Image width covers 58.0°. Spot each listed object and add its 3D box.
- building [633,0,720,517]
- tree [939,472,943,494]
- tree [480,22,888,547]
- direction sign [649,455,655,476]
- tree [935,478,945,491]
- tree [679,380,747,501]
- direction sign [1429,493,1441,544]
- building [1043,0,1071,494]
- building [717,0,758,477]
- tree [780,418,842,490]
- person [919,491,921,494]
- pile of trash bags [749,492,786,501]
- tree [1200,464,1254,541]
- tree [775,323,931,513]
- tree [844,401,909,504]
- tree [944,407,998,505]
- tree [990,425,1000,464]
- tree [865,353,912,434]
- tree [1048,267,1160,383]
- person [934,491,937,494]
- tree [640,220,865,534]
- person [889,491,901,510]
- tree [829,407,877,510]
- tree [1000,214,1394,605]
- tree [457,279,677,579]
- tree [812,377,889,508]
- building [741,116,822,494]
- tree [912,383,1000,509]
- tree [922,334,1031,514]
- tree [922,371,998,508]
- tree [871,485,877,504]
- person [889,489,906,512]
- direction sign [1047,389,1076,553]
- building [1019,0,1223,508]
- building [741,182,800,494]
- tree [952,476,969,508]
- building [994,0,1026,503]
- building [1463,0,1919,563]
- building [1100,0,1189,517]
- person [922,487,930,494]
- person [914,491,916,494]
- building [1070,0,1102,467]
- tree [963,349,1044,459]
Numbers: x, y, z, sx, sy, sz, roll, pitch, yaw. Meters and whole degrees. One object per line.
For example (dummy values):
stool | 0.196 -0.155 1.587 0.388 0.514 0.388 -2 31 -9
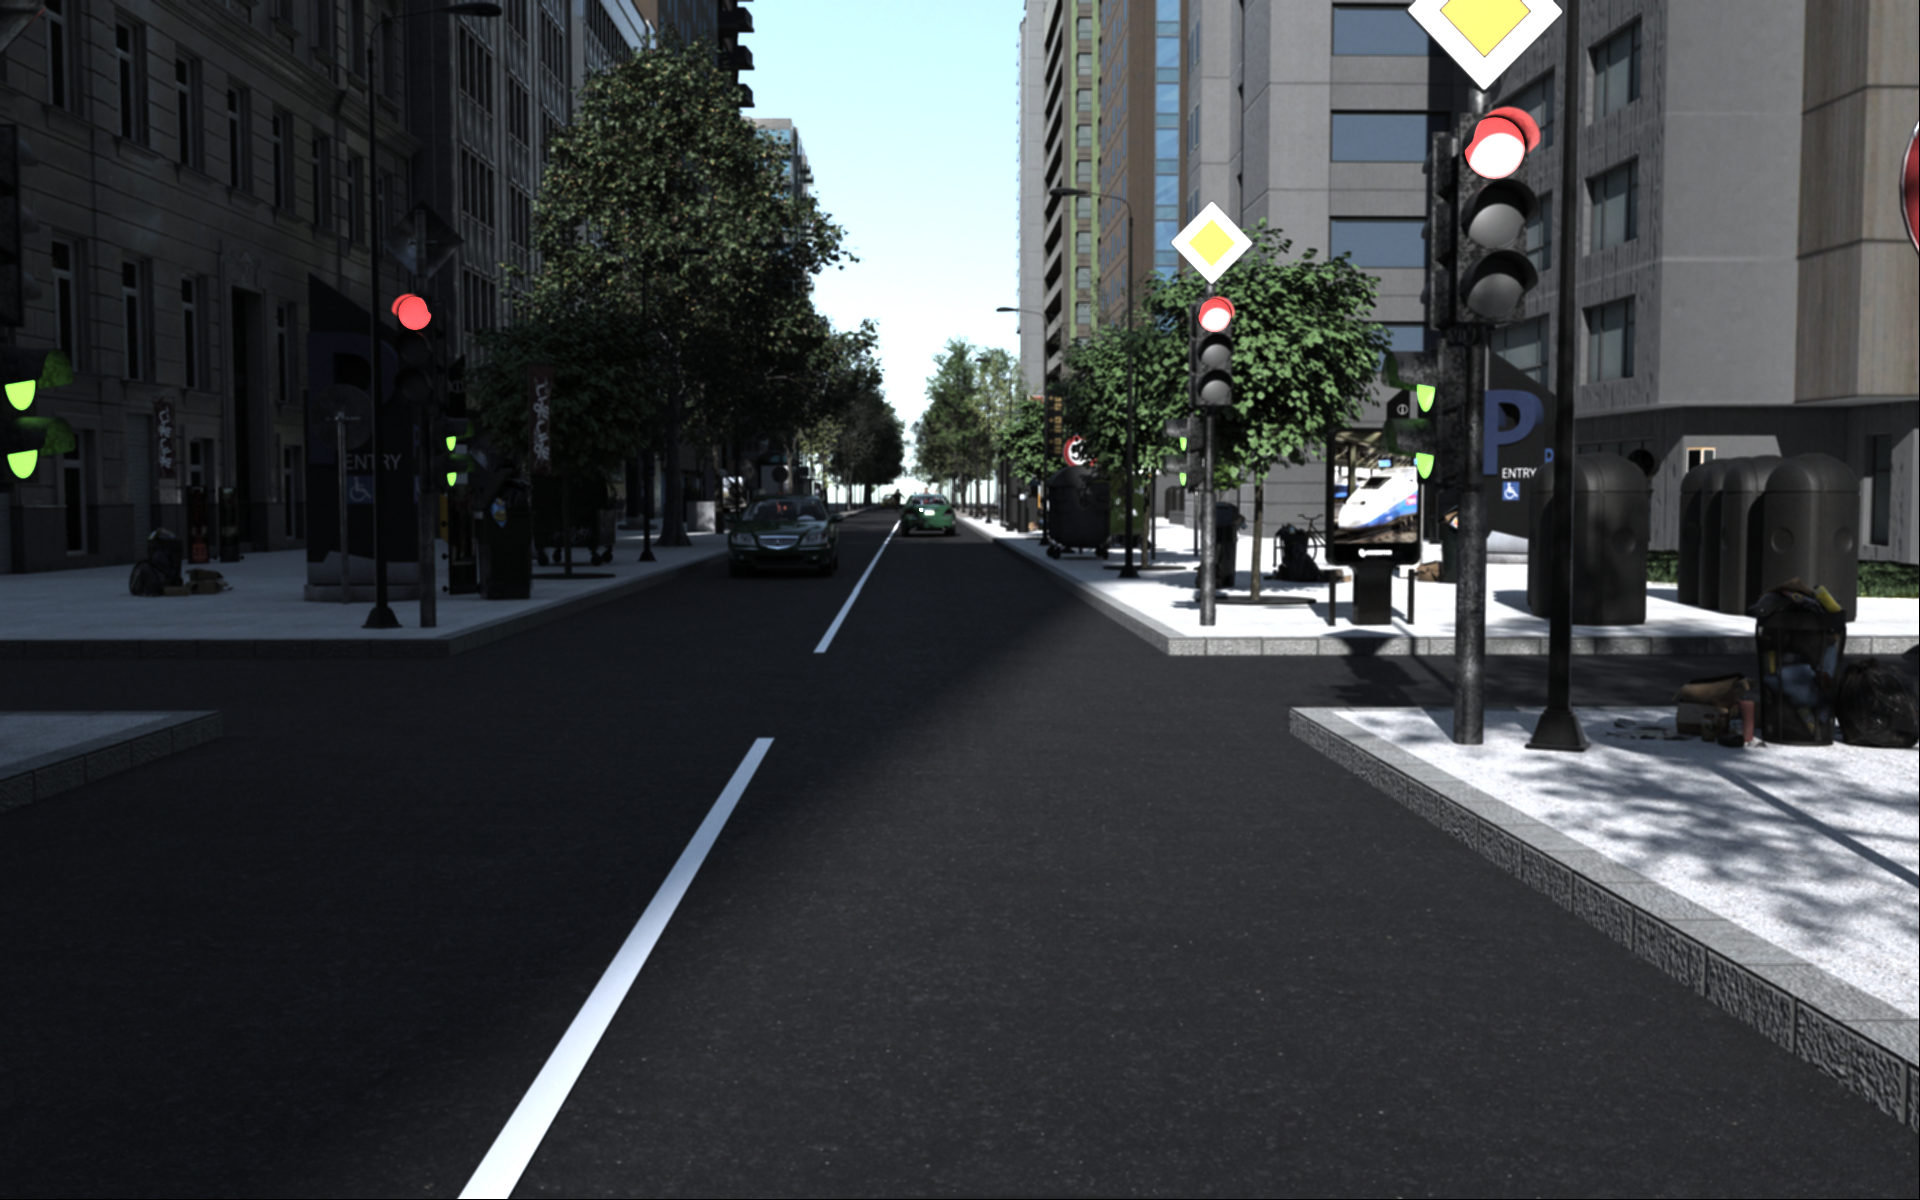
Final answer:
building | -23.372 -28.268 112.292 14.600 45.320 14.200 0 4 -1
tree | -2.648 -19.415 227.806 12.009 13.543 11.850 0 3 0
tree | -7.038 -7.683 42.629 9.611 12.733 9.660 0 3 0
direction sign | -13.641 -5.072 74.928 0.876 3.537 0.379 -1 4 -8
tree | -2.446 -17.808 241.515 4.360 8.622 3.978 0 3 0
tree | -12.262 -8.091 82.648 4.737 8.622 4.395 0 3 0
direction sign | 12.228 -3.202 44.354 0.379 3.537 0.876 1 4 12
building | 18.589 -32.136 149.125 21.300 48.544 21.600 0 4 -1
building | -27.591 -29.337 134.290 22.147 44.769 28.867 0 4 -1
tree | -8.360 -9.072 98.686 4.737 8.622 4.395 0 3 0
person | -4.588 -11.707 200.638 1.217 1.736 0.721 0 4 -6
pile of trash bags | -7.497 -3.652 69.456 1.912 1.369 3.447 -1 4 -21
tree | 7.099 -3.213 47.140 1.663 3.219 1.824 0 3 0
tree | -9.250 -12.720 118.347 12.009 13.543 11.850 0 3 0
tree | -11.240 -18.977 216.932 9.857 13.997 8.962 0 3 0
tree | -0.479 -15.786 175.101 9.611 12.733 9.660 0 3 0
tree | 3.103 -2.805 29.578 4.285 4.588 4.351 0 3 0
tree | -6.989 -8.459 72.724 8.767 10.594 7.601 0 4 6
tree | 4.951 -6.413 55.219 4.360 8.622 3.978 0 3 0
person | -2.049 -8.213 143.718 0.436 1.711 0.756 3 4 39
tree | -7.764 -7.446 56.157 8.767 10.594 7.601 0 4 0
person | -5.906 -9.093 157.695 1.217 1.766 0.721 -1 4 -23
tree | -8.671 -11.361 136.117 4.360 8.622 3.978 0 3 0
tree | 3.457 -2.250 20.494 4.285 4.588 4.351 0 3 0
tree | -5.983 -2.626 26.655 4.285 4.588 4.351 0 3 0
tree | -10.538 -15.065 164.436 7.486 12.596 7.792 0 3 0
building | -30.088 -36.844 222.009 23.786 49.044 30.456 0 4 -1
tree | 0.118 -12.829 144.160 8.767 10.594 7.601 -1 4 -20
tree | 1.066 -11.457 113.070 9.928 11.665 9.643 0 3 0
tree | -0.029 -14.696 158.408 7.486 12.596 7.792 0 3 0
tree | -12.290 -14.753 235.811 1.663 3.219 1.824 0 3 0
person | -4.876 -7.829 136.139 1.348 1.869 0.705 0 4 5
direction sign | 2.322 -2.782 37.488 0.876 3.537 0.379 0 4 -4
building | 17.581 -40.565 205.241 21.231 58.520 28.212 0 4 -1
building | -34.406 -30.721 194.166 32.217 40.220 23.993 0 4 -1
tree | 0.245 -10.437 165.243 1.663 3.219 1.824 0 3 0
building | 16.453 -56.361 234.170 22.319 86.520 31.000 0 4 -1
building | 19.132 -21.425 33.889 14.086 41.232 14.154 0 4 -1
building | 16.015 -27.695 102.924 14.600 45.320 14.200 0 4 -1
person | -1.886 -5.409 96.878 1.348 1.831 0.705 0 4 -4
person | -6.005 -13.580 230.557 0.705 1.821 1.348 1 4 10
building | 15.240 -27.392 131.449 14.154 41.232 14.086 0 4 -1
tree | 2.381 -8.445 88.446 4.737 8.622 4.395 0 3 0
